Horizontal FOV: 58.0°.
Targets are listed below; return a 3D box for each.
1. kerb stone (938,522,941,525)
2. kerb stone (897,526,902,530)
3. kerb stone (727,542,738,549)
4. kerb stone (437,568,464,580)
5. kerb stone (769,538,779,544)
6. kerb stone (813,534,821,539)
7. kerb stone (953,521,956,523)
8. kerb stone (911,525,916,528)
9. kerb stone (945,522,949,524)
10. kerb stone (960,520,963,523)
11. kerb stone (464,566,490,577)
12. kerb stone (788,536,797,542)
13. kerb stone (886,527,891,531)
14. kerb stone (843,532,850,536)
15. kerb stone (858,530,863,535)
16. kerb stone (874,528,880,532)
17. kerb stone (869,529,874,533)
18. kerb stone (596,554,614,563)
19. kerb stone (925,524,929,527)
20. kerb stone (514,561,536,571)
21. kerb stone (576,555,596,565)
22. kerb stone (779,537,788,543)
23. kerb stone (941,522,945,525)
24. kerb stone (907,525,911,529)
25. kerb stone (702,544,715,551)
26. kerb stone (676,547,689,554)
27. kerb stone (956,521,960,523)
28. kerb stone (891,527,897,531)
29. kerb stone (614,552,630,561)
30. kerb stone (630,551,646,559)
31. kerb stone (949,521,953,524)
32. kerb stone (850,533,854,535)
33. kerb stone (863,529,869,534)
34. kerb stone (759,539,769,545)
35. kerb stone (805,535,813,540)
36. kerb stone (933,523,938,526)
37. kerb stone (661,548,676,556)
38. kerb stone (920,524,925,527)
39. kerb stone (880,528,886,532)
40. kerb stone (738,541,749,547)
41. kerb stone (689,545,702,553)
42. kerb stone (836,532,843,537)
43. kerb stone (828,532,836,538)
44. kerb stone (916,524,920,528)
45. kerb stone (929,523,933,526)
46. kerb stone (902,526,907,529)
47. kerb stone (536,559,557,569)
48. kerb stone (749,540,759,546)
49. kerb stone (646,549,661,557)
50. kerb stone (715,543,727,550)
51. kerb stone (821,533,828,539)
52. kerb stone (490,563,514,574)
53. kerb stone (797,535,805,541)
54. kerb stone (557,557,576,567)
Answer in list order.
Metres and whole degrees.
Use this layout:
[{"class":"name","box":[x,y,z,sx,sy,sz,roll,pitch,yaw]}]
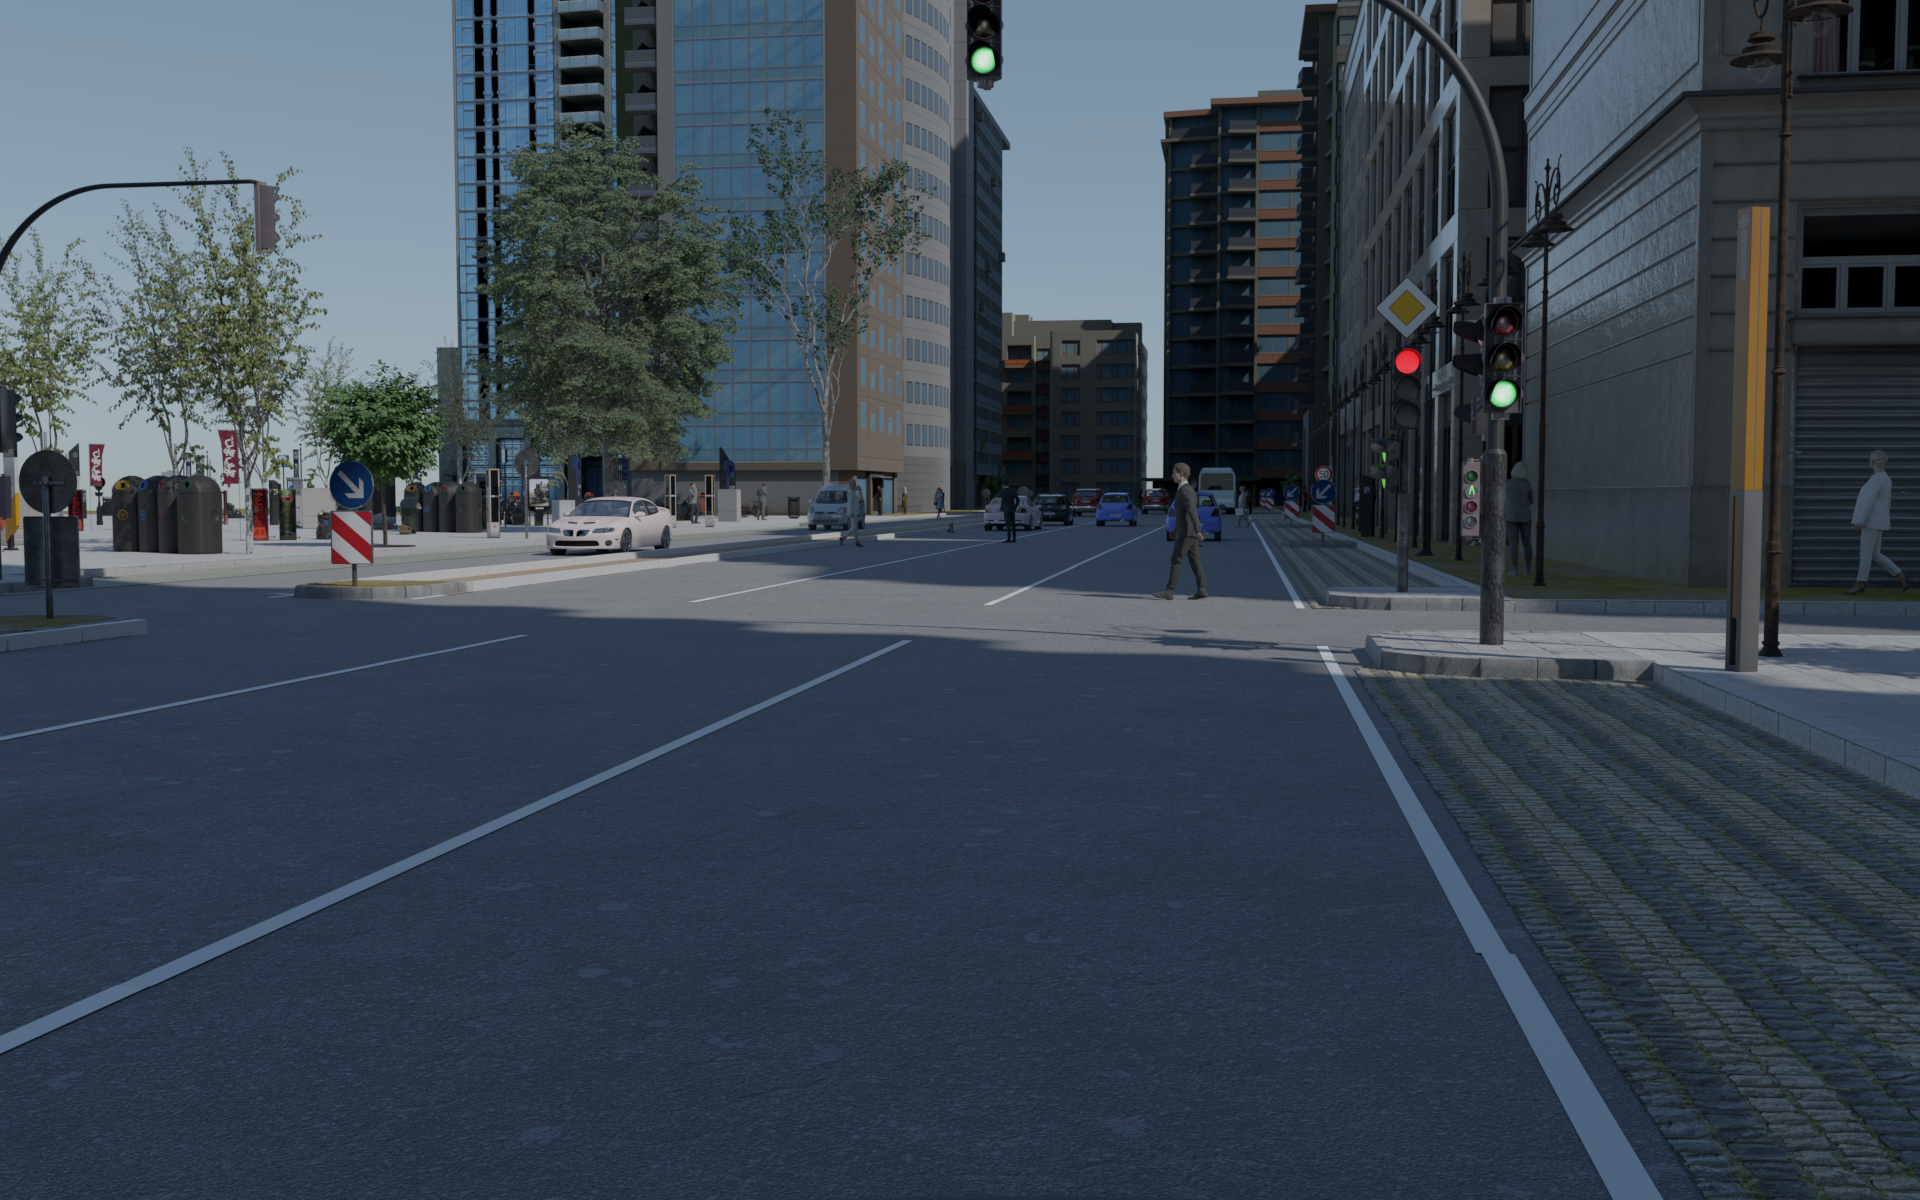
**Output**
[{"class":"kerb stone","box":[-1.075,-3.337,76.749,0.120,0.150,1.000,1,4,9]},{"class":"kerb stone","box":[-2.529,-2.780,67.641,0.120,0.150,1.000,1,4,9]},{"class":"kerb stone","box":[-6.086,-1.418,45.378,0.120,0.150,1.000,1,4,9]},{"class":"kerb stone","box":[-8.672,-0.427,29.172,0.120,0.150,1.000,1,4,9]},{"class":"kerb stone","box":[-5.437,-1.664,49.436,0.120,0.150,1.000,1,4,9]},{"class":"kerb stone","box":[-4.635,-1.974,54.487,0.120,0.150,1.000,1,4,9]},{"class":"kerb stone","box":[-0.427,-3.584,80.789,0.120,0.150,1.000,1,4,9]},{"class":"kerb stone","box":[-2.043,-2.959,70.669,0.120,0.150,1.000,1,4,9]},{"class":"kerb stone","box":[-0.749,-3.459,78.768,0.120,0.150,1.000,1,4,9]},{"class":"kerb stone","box":[-0.102,-3.707,82.807,0.120,0.150,1.000,1,4,9]},{"class":"kerb stone","box":[-8.512,-0.489,30.187,0.120,0.150,1.000,1,4,9]},{"class":"kerb stone","box":[-5.116,-1.790,51.458,0.120,0.150,1.000,1,4,9]},{"class":"kerb stone","box":[-2.852,-2.656,65.620,0.120,0.150,1.000,1,4,9]},{"class":"kerb stone","box":[-3.985,-2.222,58.536,0.120,0.150,1.000,1,4,9]},{"class":"kerb stone","box":[-3.662,-2.346,60.555,0.120,0.150,1.000,1,4,9]},{"class":"kerb stone","box":[-3.179,-2.531,63.593,0.120,0.150,1.000,1,4,9]},{"class":"kerb stone","box":[-3.343,-2.467,62.580,0.120,0.150,1.000,1,4,9]},{"class":"kerb stone","box":[-7.542,-0.860,36.258,0.120,0.150,1.000,1,4,9]},{"class":"kerb stone","box":[-1.562,-3.151,73.713,0.120,0.150,1.000,1,4,9]},{"class":"kerb stone","box":[-8.193,-0.612,32.206,0.120,0.150,1.000,1,4,9]},{"class":"kerb stone","box":[-7.701,-0.797,35.248,0.120,0.150,1.000,1,4,9]},{"class":"kerb stone","box":[-5.272,-1.728,50.445,0.120,0.150,1.000,1,4,9]},{"class":"kerb stone","box":[-0.918,-3.398,77.759,0.120,0.150,1.000,1,4,9]},{"class":"kerb stone","box":[-2.214,-2.903,69.661,0.120,0.150,1.000,1,4,9]},{"class":"kerb stone","box":[-6.405,-1.290,43.347,0.120,0.150,1.000,1,4,9]},{"class":"kerb stone","box":[-6.742,-1.169,41.329,0.120,0.150,1.000,1,4,9]},{"class":"kerb stone","box":[-0.273,-3.646,81.799,0.120,0.150,1.000,1,4,9]},{"class":"kerb stone","box":[-2.693,-2.718,66.632,0.120,0.150,1.000,1,4,9]},{"class":"kerb stone","box":[-7.378,-0.922,37.267,0.120,0.150,1.000,1,4,9]},{"class":"kerb stone","box":[-7.221,-0.981,38.278,0.120,0.150,1.000,1,4,9]},{"class":"kerb stone","box":[-0.588,-3.522,79.777,0.120,0.150,1.000,1,4,9]},{"class":"kerb stone","box":[-3.819,-2.279,59.545,0.120,0.150,1.000,1,4,9]},{"class":"kerb stone","box":[-3.499,-2.408,61.564,0.120,0.150,1.000,1,4,9]},{"class":"kerb stone","box":[-5.604,-1.604,48.420,0.120,0.150,1.000,1,4,9]},{"class":"kerb stone","box":[-4.792,-1.913,53.477,0.120,0.150,1.000,1,4,9]},{"class":"kerb stone","box":[-1.233,-3.275,75.737,0.120,0.150,1.000,1,4,9]},{"class":"kerb stone","box":[-6.896,-1.108,40.311,0.120,0.150,1.000,1,4,9]},{"class":"kerb stone","box":[-1.725,-3.088,72.689,0.120,0.150,1.000,1,4,9]},{"class":"kerb stone","box":[-3.014,-2.594,64.602,0.120,0.150,1.000,1,4,9]},{"class":"kerb stone","box":[-5.920,-1.480,46.387,0.120,0.150,1.000,1,4,9]},{"class":"kerb stone","box":[-6.571,-1.232,42.337,0.120,0.150,1.000,1,4,9]},{"class":"kerb stone","box":[-4.148,-2.160,57.527,0.120,0.150,1.000,1,4,9]},{"class":"kerb stone","box":[-4.307,-2.098,56.505,0.120,0.150,1.000,1,4,9]},{"class":"kerb stone","box":[-1.889,-3.027,71.680,0.120,0.150,1.000,1,4,9]},{"class":"kerb stone","box":[-1.399,-3.213,74.722,0.120,0.150,1.000,1,4,9]},{"class":"kerb stone","box":[-2.365,-2.841,68.650,0.120,0.150,1.000,1,4,9]},{"class":"kerb stone","box":[-8.029,-0.674,33.215,0.120,0.150,1.000,1,4,9]},{"class":"kerb stone","box":[-5.760,-1.540,47.404,0.120,0.150,1.000,1,4,9]},{"class":"kerb stone","box":[-7.057,-1.042,39.298,0.120,0.150,1.000,1,4,9]},{"class":"kerb stone","box":[-6.248,-1.354,44.361,0.120,0.150,1.000,1,4,9]},{"class":"kerb stone","box":[-4.470,-2.037,55.496,0.120,0.150,1.000,1,4,9]},{"class":"kerb stone","box":[-8.347,-0.549,31.196,0.120,0.150,1.000,1,4,9]},{"class":"kerb stone","box":[-4.951,-1.851,52.467,0.120,0.150,1.000,1,4,9]},{"class":"kerb stone","box":[-7.876,-0.730,34.226,0.120,0.150,1.000,1,4,9]}]
